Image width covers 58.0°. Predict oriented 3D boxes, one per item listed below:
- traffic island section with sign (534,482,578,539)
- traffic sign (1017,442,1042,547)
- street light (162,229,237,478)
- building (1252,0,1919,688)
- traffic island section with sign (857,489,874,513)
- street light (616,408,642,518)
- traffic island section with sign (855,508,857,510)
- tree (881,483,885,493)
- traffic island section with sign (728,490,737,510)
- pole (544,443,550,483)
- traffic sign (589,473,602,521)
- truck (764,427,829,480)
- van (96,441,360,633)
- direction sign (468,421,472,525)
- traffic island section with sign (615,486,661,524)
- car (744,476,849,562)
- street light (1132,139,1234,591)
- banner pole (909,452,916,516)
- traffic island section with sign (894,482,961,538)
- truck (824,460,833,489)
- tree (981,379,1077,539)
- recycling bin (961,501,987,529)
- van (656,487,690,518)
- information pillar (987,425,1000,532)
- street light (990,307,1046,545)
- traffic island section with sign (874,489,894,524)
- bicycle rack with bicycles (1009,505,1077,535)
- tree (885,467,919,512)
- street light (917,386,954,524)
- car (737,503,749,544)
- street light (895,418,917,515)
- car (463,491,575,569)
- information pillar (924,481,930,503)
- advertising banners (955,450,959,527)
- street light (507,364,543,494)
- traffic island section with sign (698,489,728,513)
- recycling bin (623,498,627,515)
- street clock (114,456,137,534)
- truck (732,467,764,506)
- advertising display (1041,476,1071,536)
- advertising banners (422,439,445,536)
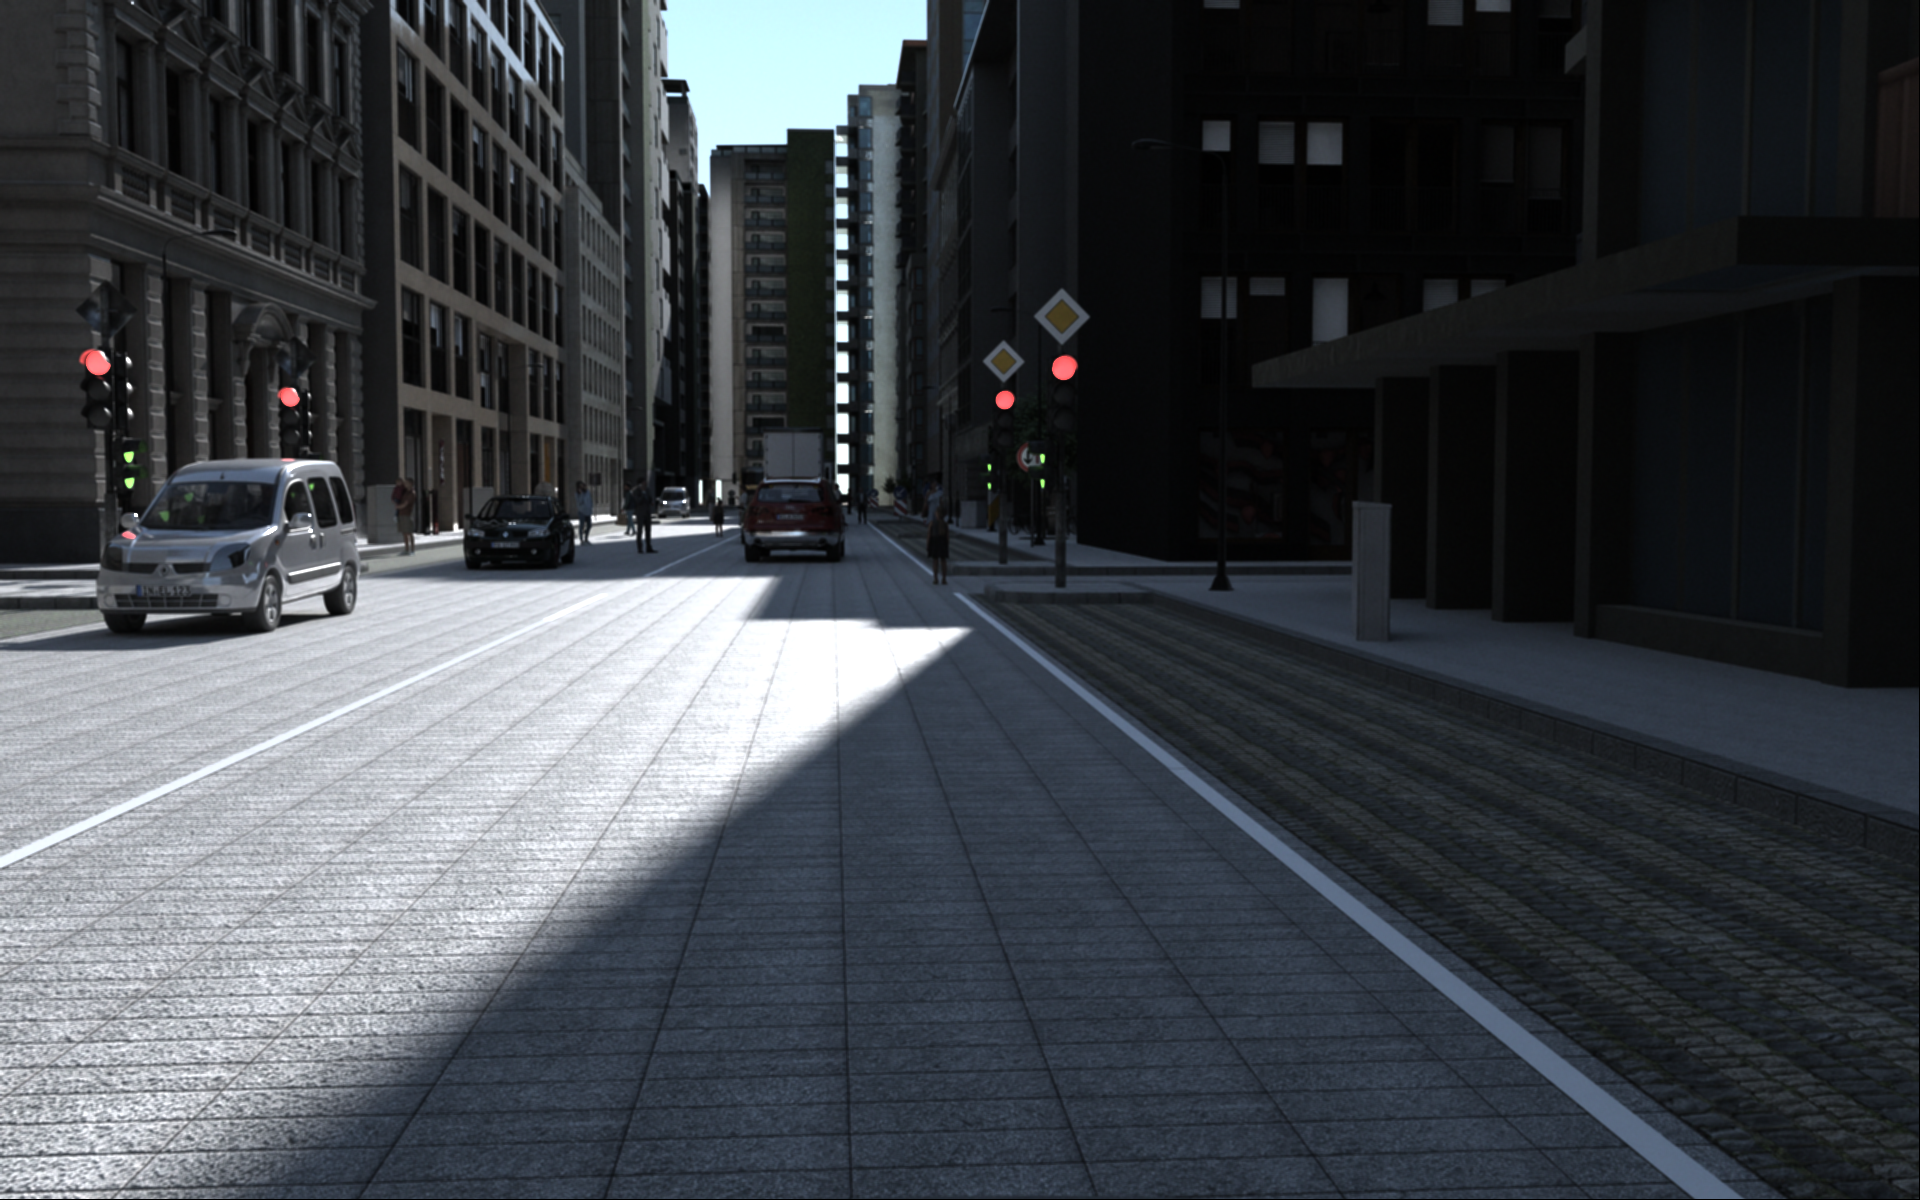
[{"bbox_3d":[-13.298,-2.861,55.403,1.989,1.847,2.006,0,4,-4],"label":"traffic island section with sign"},{"bbox_3d":[1.744,-2.543,41.684,0.768,2.556,0.104,0,4,-1],"label":"traffic sign"},{"bbox_3d":[-13.381,-3.544,30.482,1.470,5.913,1.316,0,4,-4],"label":"street light"},{"bbox_3d":[15.633,-21.634,8.344,22.147,44.769,28.867,0,4,-4],"label":"building"},{"bbox_3d":[-6.720,-7.624,133.287,1.989,1.847,2.006,0,4,-4],"label":"traffic island section with sign"},{"bbox_3d":[-17.802,-7.383,93.255,1.470,5.913,1.316,0,4,-4],"label":"street light"},{"bbox_3d":[-8.715,-9.269,160.169,1.989,1.847,2.006,0,4,-4],"label":"traffic island section with sign"},{"bbox_3d":[-6.605,-10.185,161.127,1.663,3.219,1.824,0,3,0],"label":"tree"},{"bbox_3d":[-21.092,-9.289,160.497,1.989,1.847,2.006,0,4,-4],"label":"traffic island section with sign"},{"bbox_3d":[-16.629,-4.647,69.817,0.158,3.312,0.155,0,3,0],"label":"pole"},{"bbox_3d":[-17.432,-4.935,82.811,0.606,2.300,0.079,0,4,3],"label":"traffic sign"},{"bbox_3d":[-7.384,-5.472,78.378,2.839,4.237,11.283,0,4,-4],"label":"truck"},{"bbox_3d":[-8.031,-0.749,19.253,2.013,2.044,4.112,0,4,-3],"label":"van"},{"bbox_3d":[-15.279,-3.796,54.068,0.379,3.537,0.876,-1,4,-20],"label":"direction sign"},{"bbox_3d":[-15.290,-4.507,82.315,1.989,1.847,2.006,0,4,-4],"label":"traffic island section with sign"},{"bbox_3d":[-3.598,-1.805,38.191,2.281,1.827,5.304,0,4,-2],"label":"car"},{"bbox_3d":[2.947,-3.080,22.892,1.470,5.913,1.316,0,4,-4],"label":"street light"},{"bbox_3d":[-2.777,-6.905,102.909,0.401,3.779,0.863,-1,4,-19],"label":"banner pole"},{"bbox_3d":[-1.029,-2.932,56.564,1.989,1.847,2.006,0,4,-4],"label":"traffic island section with sign"},{"bbox_3d":[-12.071,-9.626,146.293,2.839,4.237,11.283,0,4,-5],"label":"truck"},{"bbox_3d":[2.324,-4.027,49.559,4.285,4.588,4.351,0,3,0],"label":"tree"},{"bbox_3d":[0.532,-3.196,64.815,0.722,1.027,0.722,3,4,37],"label":"recycling bin"},{"bbox_3d":[-17.023,-5.878,103.118,2.013,2.044,4.112,0,4,-5],"label":"van"},{"bbox_3d":[1.151,-4.150,59.211,0.504,3.616,0.183,-3,5,-45],"label":"information pillar"},{"bbox_3d":[1.442,-4.320,43.178,1.470,5.913,1.316,0,4,-4],"label":"street light"},{"bbox_3d":[-3.017,-4.583,83.552,1.989,1.847,2.006,0,4,-4],"label":"traffic island section with sign"},{"bbox_3d":[2.815,-2.555,55.157,2.925,0.926,2.852,-2,4,-30],"label":"bicycle rack with bicycles"},{"bbox_3d":[-3.939,-7.884,123.498,1.663,3.219,1.824,0,3,0],"label":"tree"},{"bbox_3d":[-0.964,-6.239,74.550,1.470,5.913,1.316,0,4,-4],"label":"street light"},{"bbox_3d":[-5.527,-2.408,51.164,2.131,1.459,4.920,0,4,-6],"label":"car"},{"bbox_3d":[-3.248,-8.170,106.122,1.470,5.913,1.316,0,4,-4],"label":"street light"},{"bbox_3d":[-8.724,-1.508,34.448,2.009,1.686,4.222,0,4,-6],"label":"car"},{"bbox_3d":[-1.813,-5.555,95.311,0.304,2.012,0.304,0,4,5],"label":"information pillar"},{"bbox_3d":[-0.119,-4.394,68.035,0.090,3.025,2.074,0,4,-2],"label":"advertising banners"},{"bbox_3d":[-15.553,-5.464,61.872,1.470,5.913,1.316,0,4,-4],"label":"street light"},{"bbox_3d":[-19.046,-7.604,132.955,1.989,1.847,2.006,0,4,-4],"label":"traffic island section with sign"},{"bbox_3d":[-20.024,-5.667,105.202,0.722,1.027,0.722,-3,5,-40],"label":"recycling bin"},{"bbox_3d":[-14.886,-1.608,30.853,0.471,2.002,0.358,2,4,29],"label":"street clock"},{"bbox_3d":[-14.407,-7.894,124.987,3.469,3.379,9.791,0,4,-3],"label":"truck"},{"bbox_3d":[2.915,-2.945,53.365,0.974,1.923,0.123,1,4,9],"label":"advertising display"},{"bbox_3d":[-16.496,-3.558,54.367,0.090,3.025,2.074,0,4,2],"label":"advertising banners"}]
